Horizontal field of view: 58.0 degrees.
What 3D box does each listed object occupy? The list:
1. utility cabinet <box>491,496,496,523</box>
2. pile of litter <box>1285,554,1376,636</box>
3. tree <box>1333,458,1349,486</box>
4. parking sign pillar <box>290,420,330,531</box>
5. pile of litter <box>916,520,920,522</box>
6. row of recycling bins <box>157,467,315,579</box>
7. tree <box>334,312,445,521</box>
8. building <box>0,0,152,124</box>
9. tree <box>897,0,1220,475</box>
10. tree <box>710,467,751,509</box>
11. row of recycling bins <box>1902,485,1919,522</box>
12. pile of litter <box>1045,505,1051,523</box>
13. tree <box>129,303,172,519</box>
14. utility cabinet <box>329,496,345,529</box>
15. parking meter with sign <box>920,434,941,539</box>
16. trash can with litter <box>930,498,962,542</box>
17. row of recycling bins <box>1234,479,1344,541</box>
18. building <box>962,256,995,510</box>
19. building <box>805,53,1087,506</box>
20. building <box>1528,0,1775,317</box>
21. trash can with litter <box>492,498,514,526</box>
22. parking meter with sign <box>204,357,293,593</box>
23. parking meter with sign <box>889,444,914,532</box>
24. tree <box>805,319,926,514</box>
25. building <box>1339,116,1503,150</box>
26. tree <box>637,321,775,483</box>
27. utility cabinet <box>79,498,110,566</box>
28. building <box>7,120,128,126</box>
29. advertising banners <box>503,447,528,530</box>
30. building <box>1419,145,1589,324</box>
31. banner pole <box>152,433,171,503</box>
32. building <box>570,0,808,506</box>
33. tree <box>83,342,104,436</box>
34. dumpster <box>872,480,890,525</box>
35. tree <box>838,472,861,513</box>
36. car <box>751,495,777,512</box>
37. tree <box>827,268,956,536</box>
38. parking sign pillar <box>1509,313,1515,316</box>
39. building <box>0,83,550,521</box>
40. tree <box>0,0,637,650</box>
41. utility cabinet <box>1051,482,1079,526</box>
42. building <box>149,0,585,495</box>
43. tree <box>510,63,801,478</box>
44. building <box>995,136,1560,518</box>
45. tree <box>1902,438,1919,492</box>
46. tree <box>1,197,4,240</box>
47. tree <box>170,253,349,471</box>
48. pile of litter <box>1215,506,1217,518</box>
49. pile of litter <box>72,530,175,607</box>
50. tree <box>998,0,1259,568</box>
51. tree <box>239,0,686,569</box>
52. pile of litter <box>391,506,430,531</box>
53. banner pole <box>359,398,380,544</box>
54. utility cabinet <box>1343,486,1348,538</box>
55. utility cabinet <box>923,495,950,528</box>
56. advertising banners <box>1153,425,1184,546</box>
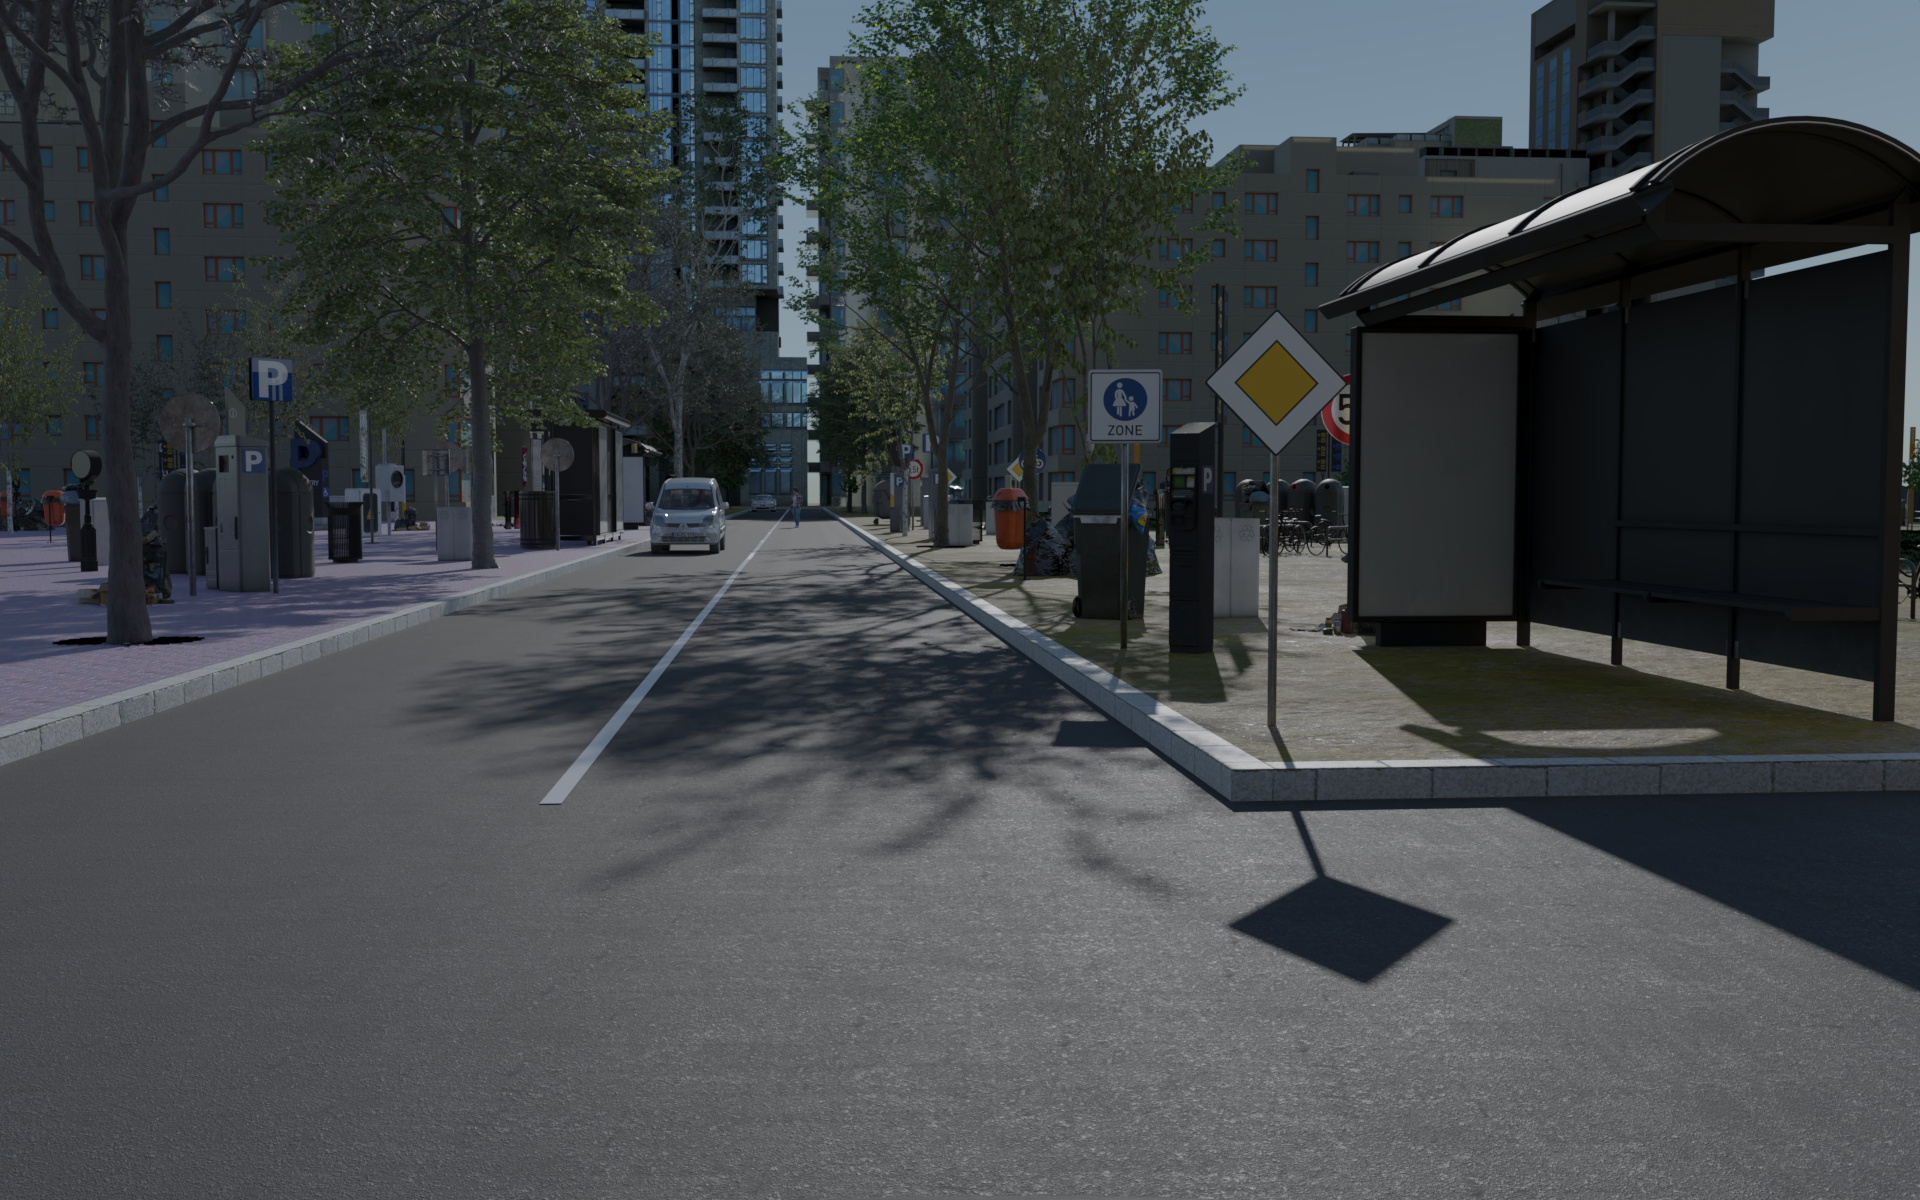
[{"bbox_3d":[-21.092,-4.073,77.749,0.306,1.237,1.020,0,4,-3],"label":"utility cabinet"},{"bbox_3d":[3.904,-0.123,15.972,1.176,0.858,1.719,-3,4,-38],"label":"pile of litter"},{"bbox_3d":[18.120,-5.172,79.163,1.663,3.219,1.824,0,3,0],"label":"tree"},{"bbox_3d":[-22.865,-4.429,60.879,1.447,3.967,1.447,1,4,16],"label":"parking sign pillar"},{"bbox_3d":[-1.303,-4.022,79.730,1.176,0.858,1.719,-2,4,-32],"label":"pile of litter"},{"bbox_3d":[-11.477,-1.238,27.350,3.534,1.692,1.069,2,4,35],"label":"row of recycling bins"},{"bbox_3d":[-22.850,-7.270,69.235,4.737,8.622,4.395,0,3,0],"label":"tree"},{"bbox_3d":[-84.730,-36.462,185.393,27.495,52.752,28.713,0,4,-5],"label":"building"},{"bbox_3d":[1.470,-4.383,22.029,4.737,8.622,4.395,0,3,0],"label":"tree"},{"bbox_3d":[-19.525,-9.974,146.784,4.285,4.588,4.351,0,3,0],"label":"tree"},{"bbox_3d":[43.997,-4.432,79.574,1.069,1.692,3.534,0,4,-4],"label":"row of recycling bins"},{"bbox_3d":[4.095,-3.531,71.702,1.176,0.858,1.719,2,4,34],"label":"pile of litter"},{"bbox_3d":[-27.975,-6.939,63.819,4.360,8.622,3.978,0,3,0],"label":"tree"},{"bbox_3d":[-23.143,-3.267,64.571,1.020,1.237,0.306,2,4,26],"label":"utility cabinet"},{"bbox_3d":[-0.670,-3.238,49.206,0.543,3.016,1.738,-1,4,-10],"label":"parking meter with sign"},{"bbox_3d":[-0.285,-2.119,46.040,0.624,1.170,1.055,3,4,36],"label":"trash can with litter"},{"bbox_3d":[9.272,-2.553,48.850,3.534,1.692,1.069,3,5,44],"label":"row of recycling bins"},{"bbox_3d":[15.298,-17.859,137.031,27.650,21.520,28.899,0,4,-5],"label":"building"},{"bbox_3d":[-1.633,-34.926,190.640,30.456,49.044,23.786,0,4,-5],"label":"building"},{"bbox_3d":[57.807,-30.391,146.995,14.200,45.320,14.600,0,4,-5],"label":"building"},{"bbox_3d":[-18.416,-3.590,69.761,1.678,1.210,2.233,2,4,35],"label":"trash can with litter"},{"bbox_3d":[-9.455,-1.626,22.853,1.738,3.016,0.543,3,5,42],"label":"parking meter with sign"},{"bbox_3d":[-2.007,-3.836,58.975,0.543,3.016,1.738,1,4,11],"label":"parking meter with sign"},{"bbox_3d":[-6.097,-11.856,111.972,7.486,12.596,7.792,0,3,0],"label":"tree"},{"bbox_3d":[49.797,-30.995,190.370,14.086,41.232,14.154,0,4,-5],"label":"building"},{"bbox_3d":[-16.110,-11.721,108.646,9.611,12.733,9.660,0,3,0],"label":"tree"},{"bbox_3d":[-15.392,-1.228,31.234,0.306,1.237,1.020,1,4,10],"label":"utility cabinet"},{"bbox_3d":[-68.312,-22.385,137.699,14.107,30.474,14.160,0,4,-5],"label":"building"},{"bbox_3d":[-16.265,-4.117,63.499,0.090,3.025,2.074,1,4,11],"label":"advertising banners"},{"bbox_3d":[43.574,-22.977,147.382,14.107,30.474,14.160,0,4,-5],"label":"building"},{"bbox_3d":[-32.599,-4.933,70.676,0.863,3.779,0.401,-2,4,-32],"label":"banner pole"},{"bbox_3d":[-32.182,-53.424,186.146,31.000,86.520,22.319,0,4,-5],"label":"building"},{"bbox_3d":[-36.800,-7.773,77.450,4.360,8.622,3.978,0,3,0],"label":"tree"},{"bbox_3d":[-3.039,-4.118,73.093,1.264,1.857,1.865,0,4,-5],"label":"dumpster"},{"bbox_3d":[-7.419,-7.683,120.223,1.663,3.219,1.824,0,3,0],"label":"tree"},{"bbox_3d":[-15.854,-7.813,140.101,2.083,1.381,4.827,0,4,-3],"label":"car"},{"bbox_3d":[-1.777,-6.261,52.722,4.360,8.622,3.978,0,3,0],"label":"tree"},{"bbox_3d":[7.760,-2.318,26.365,1.447,3.967,1.447,2,4,29],"label":"parking sign pillar"},{"bbox_3d":[-38.918,-15.351,96.033,27.650,21.520,28.899,0,4,-5],"label":"building"},{"bbox_3d":[-7.272,-6.363,14.409,12.009,13.543,11.850,0,3,0],"label":"tree"},{"bbox_3d":[2.213,-1.444,32.287,0.318,1.500,1.173,-3,4,-39],"label":"utility cabinet"},{"bbox_3d":[-45.165,-31.446,133.753,30.456,49.044,23.786,0,4,-5],"label":"building"},{"bbox_3d":[-13.647,-13.517,76.897,12.611,20.169,13.585,0,3,0],"label":"tree"},{"bbox_3d":[17.747,-16.101,108.289,27.650,21.520,28.899,0,4,-5],"label":"building"},{"bbox_3d":[28.555,-3.478,51.461,1.663,3.219,1.824,0,3,0],"label":"tree"},{"bbox_3d":[-23.319,-5.458,39.601,4.737,8.622,4.395,0,3,0],"label":"tree"},{"bbox_3d":[-21.249,-6.322,53.732,4.360,8.622,3.978,0,3,0],"label":"tree"},{"bbox_3d":[9.712,-3.320,68.253,1.719,0.858,1.176,-3,4,-38],"label":"pile of litter"},{"bbox_3d":[-9.822,-0.392,20.379,1.176,0.858,1.719,-1,4,-10],"label":"pile of litter"},{"bbox_3d":[1.340,-6.405,30.482,9.928,11.665,9.643,0,3,0],"label":"tree"},{"bbox_3d":[-8.335,-6.791,29.165,7.486,12.596,7.792,0,3,0],"label":"tree"},{"bbox_3d":[-19.161,-2.869,60.869,1.719,0.858,1.176,-2,4,-30],"label":"pile of litter"},{"bbox_3d":[-15.438,-3.368,45.091,0.401,3.779,0.863,-3,5,-43],"label":"banner pole"},{"bbox_3d":[11.489,-2.515,49.793,1.173,1.500,0.318,0,4,5],"label":"utility cabinet"},{"bbox_3d":[-0.882,-3.260,64.459,1.020,1.237,0.306,3,4,36],"label":"utility cabinet"},{"bbox_3d":[5.356,-2.893,43.489,0.090,3.025,2.074,2,4,33],"label":"advertising banners"}]
